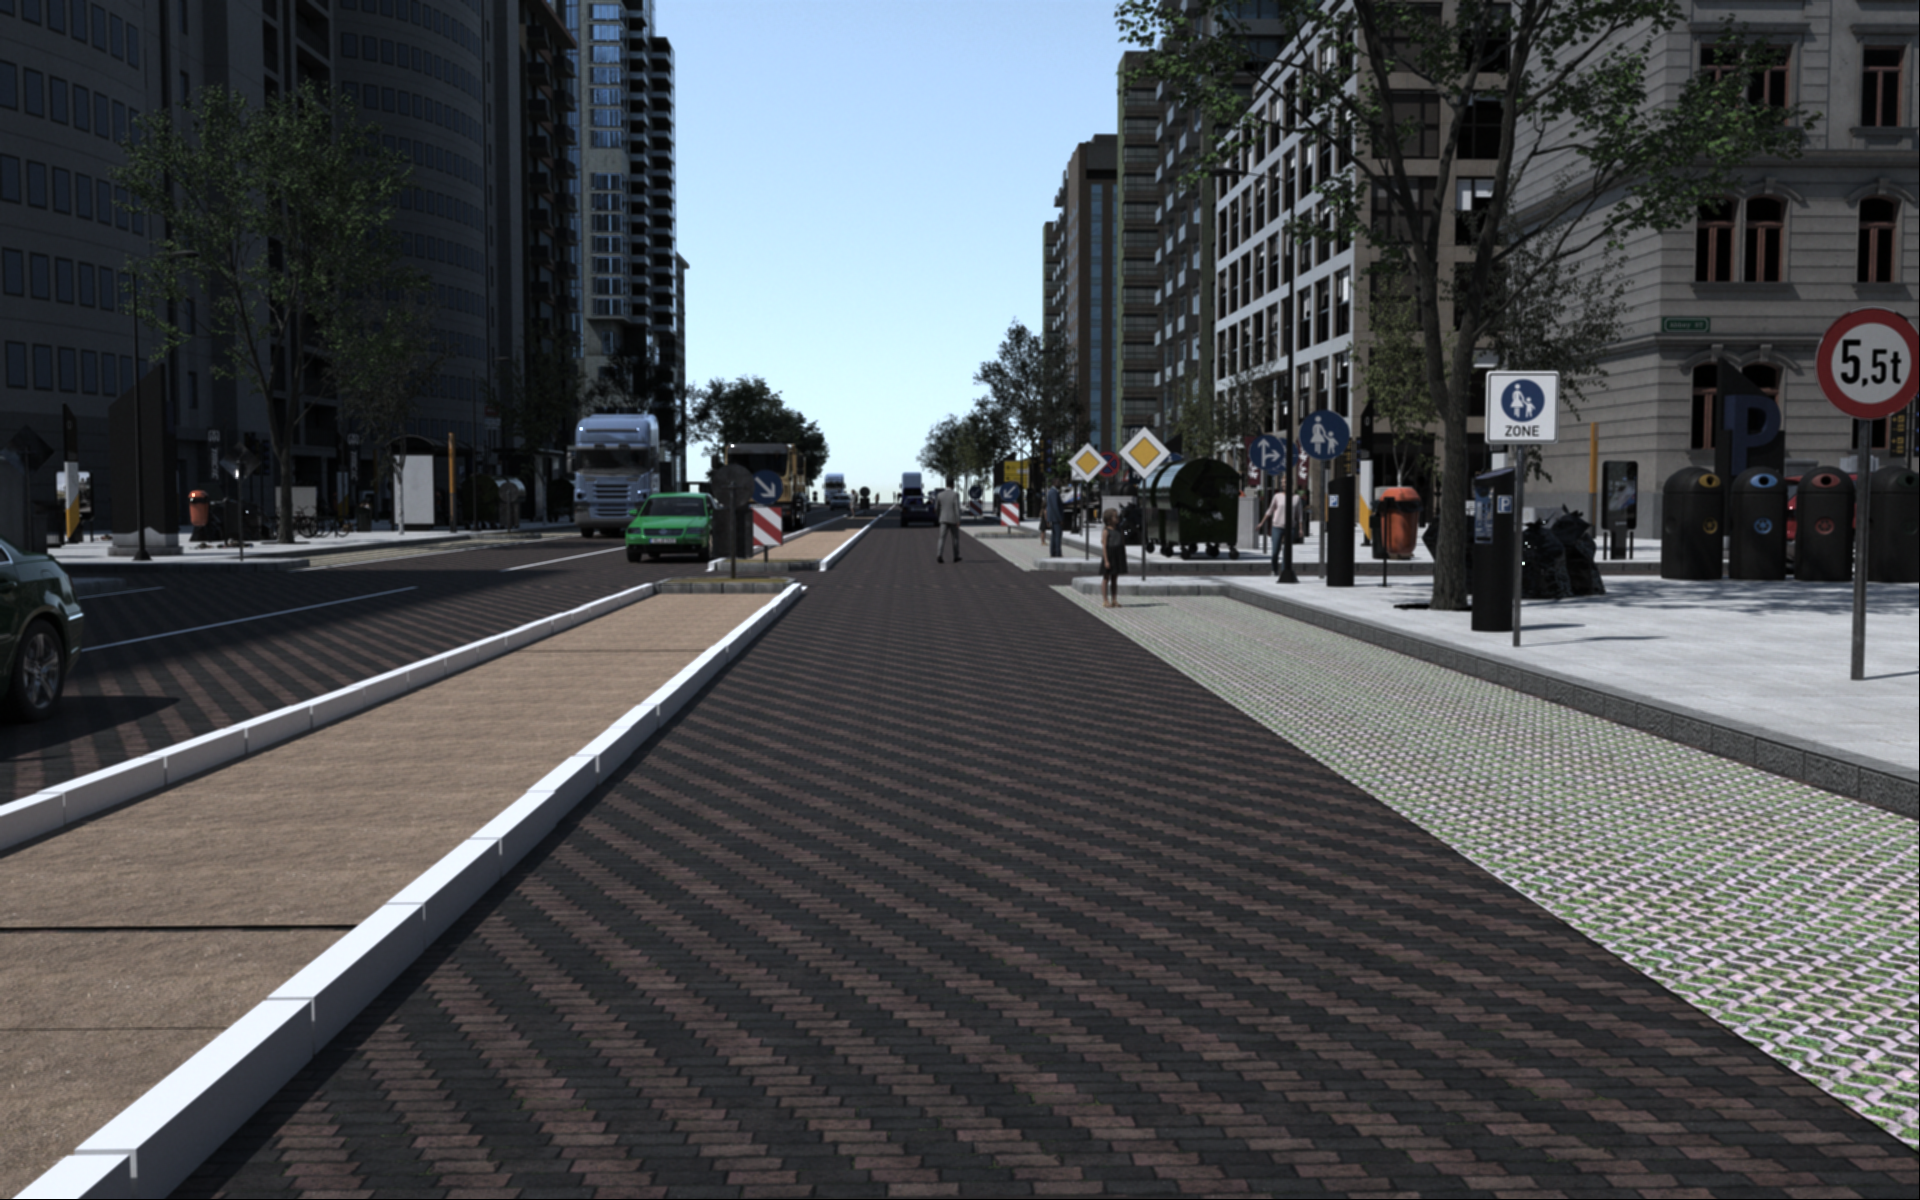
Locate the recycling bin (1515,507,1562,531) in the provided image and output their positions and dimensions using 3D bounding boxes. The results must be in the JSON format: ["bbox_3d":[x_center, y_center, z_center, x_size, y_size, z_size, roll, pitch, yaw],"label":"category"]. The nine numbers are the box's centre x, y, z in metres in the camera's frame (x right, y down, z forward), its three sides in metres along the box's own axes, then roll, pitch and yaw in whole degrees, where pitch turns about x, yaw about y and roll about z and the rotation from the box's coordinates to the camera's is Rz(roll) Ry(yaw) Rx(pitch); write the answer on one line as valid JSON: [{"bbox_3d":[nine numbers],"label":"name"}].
[{"bbox_3d":[11.066,-1.270,33.311,0.722,1.027,0.722,-1,4,-21],"label":"recycling bin"}]

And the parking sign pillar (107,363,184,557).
[{"bbox_3d":[-17.014,-2.912,36.078,1.447,3.967,1.447,1,4,14],"label":"parking sign pillar"}]

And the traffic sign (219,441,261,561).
[{"bbox_3d":[-13.723,-1.797,33.031,0.795,2.450,0.064,0,4,-2],"label":"traffic sign"}]

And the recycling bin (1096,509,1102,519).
[{"bbox_3d":[7.503,-4.758,90.341,0.722,1.027,0.722,1,4,20],"label":"recycling bin"}]

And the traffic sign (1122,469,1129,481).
[{"bbox_3d":[7.073,-4.341,70.972,0.884,2.594,0.081,0,4,6],"label":"traffic sign"}]

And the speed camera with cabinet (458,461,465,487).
[{"bbox_3d":[-29.421,-6.784,105.251,2.038,3.252,0.660,-2,4,-31],"label":"speed camera with cabinet"}]

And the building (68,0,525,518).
[{"bbox_3d":[-44.215,-35.375,120.381,21.231,58.520,28.212,0,4,-2],"label":"building"}]

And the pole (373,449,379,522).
[{"bbox_3d":[-26.683,-5.217,79.145,0.158,3.312,0.155,0,3,0],"label":"pole"}]

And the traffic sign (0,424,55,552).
[{"bbox_3d":[-13.477,-1.309,25.049,0.795,2.450,0.064,0,4,-2],"label":"traffic sign"}]

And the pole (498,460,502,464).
[{"bbox_3d":[-25.737,-6.309,97.002,0.158,3.312,0.155,0,3,0],"label":"pole"}]

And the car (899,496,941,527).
[{"bbox_3d":[-1.743,-3.937,76.958,1.945,1.354,3.894,0,4,0],"label":"car"}]

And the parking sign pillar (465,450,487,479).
[{"bbox_3d":[-25.988,-6.403,93.169,1.447,3.967,1.447,2,4,30],"label":"parking sign pillar"}]

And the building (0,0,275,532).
[{"bbox_3d":[-40.436,-31.725,60.709,21.231,58.520,28.212,0,4,-2],"label":"building"}]

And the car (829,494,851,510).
[{"bbox_3d":[-10.682,-8.748,155.025,2.014,1.417,4.499,0,4,-1],"label":"car"}]

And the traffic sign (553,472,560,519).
[{"bbox_3d":[-20.887,-5.439,89.029,0.768,2.556,0.104,0,4,5],"label":"traffic sign"}]

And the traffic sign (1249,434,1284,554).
[{"bbox_3d":[6.552,-2.264,37.120,0.768,2.556,0.104,0,4,-1],"label":"traffic sign"}]

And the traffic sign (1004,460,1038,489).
[{"bbox_3d":[3.762,-6.773,104.609,2.265,3.308,0.079,0,3,0],"label":"traffic sign"}]

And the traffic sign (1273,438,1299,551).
[{"bbox_3d":[7.266,-2.391,39.200,0.768,2.556,0.104,0,4,1],"label":"traffic sign"}]

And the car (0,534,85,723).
[{"bbox_3d":[-6.607,0.140,9.508,2.131,1.459,4.920,0,4,-3],"label":"car"}]

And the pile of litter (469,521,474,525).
[{"bbox_3d":[-21.073,-3.604,72.896,1.719,0.858,1.176,3,5,42],"label":"pile of litter"}]

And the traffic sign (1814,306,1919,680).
[{"bbox_3d":[6.195,-0.720,11.879,0.768,2.556,0.104,0,4,-1],"label":"traffic sign"}]

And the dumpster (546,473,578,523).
[{"bbox_3d":[-17.940,-4.641,78.373,1.502,2.255,1.985,0,4,-2],"label":"dumpster"}]

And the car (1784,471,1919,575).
[{"bbox_3d":[16.227,-1.294,29.834,5.304,1.827,2.281,0,4,-1],"label":"car"}]

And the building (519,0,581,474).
[{"bbox_3d":[-45.445,-30.268,149.511,22.147,44.769,28.867,0,4,-2],"label":"building"}]

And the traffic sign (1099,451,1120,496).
[{"bbox_3d":[4.363,-3.130,51.290,0.768,2.556,0.104,0,4,6],"label":"traffic sign"}]

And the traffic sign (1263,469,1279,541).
[{"bbox_3d":[8.531,-2.880,47.186,0.768,2.556,0.104,0,4,0],"label":"traffic sign"}]

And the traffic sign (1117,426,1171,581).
[{"bbox_3d":[2.710,-1.338,25.525,0.795,2.450,0.064,0,4,-2],"label":"traffic sign"}]

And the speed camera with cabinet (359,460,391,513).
[{"bbox_3d":[-31.018,-5.983,92.165,0.660,3.252,2.038,3,5,40],"label":"speed camera with cabinet"}]

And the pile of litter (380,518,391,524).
[{"bbox_3d":[-24.537,-3.790,75.931,1.719,0.858,1.176,-1,4,-13],"label":"pile of litter"}]

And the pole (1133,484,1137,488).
[{"bbox_3d":[8.869,-5.748,87.821,0.158,3.312,0.155,0,3,0],"label":"pole"}]

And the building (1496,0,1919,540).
[{"bbox_3d":[30.377,-16.327,54.330,23.554,28.519,14.401,0,4,-2],"label":"building"}]

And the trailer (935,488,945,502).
[{"bbox_3d":[-2.049,-10.216,174.074,1.471,1.999,3.904,0,4,-3],"label":"trailer"}]

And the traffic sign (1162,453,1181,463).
[{"bbox_3d":[6.554,-3.260,53.413,0.768,2.556,0.104,0,4,0],"label":"traffic sign"}]

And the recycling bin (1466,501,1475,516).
[{"bbox_3d":[19.779,-3.313,66.722,0.722,1.027,0.722,-2,4,-33],"label":"recycling bin"}]

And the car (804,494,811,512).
[{"bbox_3d":[-12.946,-7.872,138.490,2.009,1.686,4.222,0,4,0],"label":"car"}]

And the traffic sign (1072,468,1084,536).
[{"bbox_3d":[3.687,-3.088,52.616,0.606,2.300,0.079,0,4,0],"label":"traffic sign"}]

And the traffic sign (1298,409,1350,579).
[{"bbox_3d":[5.492,-1.597,26.210,0.768,2.556,0.104,0,4,3],"label":"traffic sign"}]

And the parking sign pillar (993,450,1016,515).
[{"bbox_3d":[2.785,-7.221,106.533,1.447,3.967,1.447,0,4,2],"label":"parking sign pillar"}]

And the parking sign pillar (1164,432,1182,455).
[{"bbox_3d":[8.937,-5.296,75.063,1.447,3.967,1.447,-1,4,-10],"label":"parking sign pillar"}]

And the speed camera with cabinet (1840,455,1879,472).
[{"bbox_3d":[22.199,-2.882,41.455,2.038,3.252,0.660,0,4,1],"label":"speed camera with cabinet"}]

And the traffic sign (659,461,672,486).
[{"bbox_3d":[-19.116,-6.988,108.122,2.265,3.308,0.079,0,4,2],"label":"traffic sign"}]

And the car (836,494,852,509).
[{"bbox_3d":[-11.226,-9.702,168.851,2.015,1.641,3.980,0,4,-2],"label":"car"}]

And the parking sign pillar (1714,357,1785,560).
[{"bbox_3d":[15.603,-2.798,34.223,1.447,3.967,1.447,-1,4,-15],"label":"parking sign pillar"}]

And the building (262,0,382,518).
[{"bbox_3d":[-43.283,-40.021,92.601,20.563,71.187,20.611,0,4,-2],"label":"building"}]

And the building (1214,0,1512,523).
[{"bbox_3d":[26.199,-17.604,92.345,19.350,26.468,34.151,0,4,-2],"label":"building"}]

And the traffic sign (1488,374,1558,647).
[{"bbox_3d":[4.680,-0.756,14.496,0.606,2.300,0.079,0,4,0],"label":"traffic sign"}]

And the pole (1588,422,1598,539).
[{"bbox_3d":[18.055,-3.396,49.370,0.158,3.312,0.155,0,3,0],"label":"pole"}]

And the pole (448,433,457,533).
[{"bbox_3d":[-16.912,-3.908,57.731,0.158,3.312,0.155,0,3,0],"label":"pole"}]

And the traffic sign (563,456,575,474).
[{"bbox_3d":[-20.120,-6.042,92.665,2.265,3.308,0.079,0,4,5],"label":"traffic sign"}]

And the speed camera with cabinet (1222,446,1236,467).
[{"bbox_3d":[10.923,-4.746,71.927,0.660,3.252,2.038,-1,4,-17],"label":"speed camera with cabinet"}]

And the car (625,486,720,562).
[{"bbox_3d":[-6.146,-1.779,37.881,1.959,1.807,4.718,0,4,-1],"label":"car"}]

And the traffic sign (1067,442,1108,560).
[{"bbox_3d":[2.464,-1.827,33.507,0.795,2.450,0.064,0,4,-2],"label":"traffic sign"}]
